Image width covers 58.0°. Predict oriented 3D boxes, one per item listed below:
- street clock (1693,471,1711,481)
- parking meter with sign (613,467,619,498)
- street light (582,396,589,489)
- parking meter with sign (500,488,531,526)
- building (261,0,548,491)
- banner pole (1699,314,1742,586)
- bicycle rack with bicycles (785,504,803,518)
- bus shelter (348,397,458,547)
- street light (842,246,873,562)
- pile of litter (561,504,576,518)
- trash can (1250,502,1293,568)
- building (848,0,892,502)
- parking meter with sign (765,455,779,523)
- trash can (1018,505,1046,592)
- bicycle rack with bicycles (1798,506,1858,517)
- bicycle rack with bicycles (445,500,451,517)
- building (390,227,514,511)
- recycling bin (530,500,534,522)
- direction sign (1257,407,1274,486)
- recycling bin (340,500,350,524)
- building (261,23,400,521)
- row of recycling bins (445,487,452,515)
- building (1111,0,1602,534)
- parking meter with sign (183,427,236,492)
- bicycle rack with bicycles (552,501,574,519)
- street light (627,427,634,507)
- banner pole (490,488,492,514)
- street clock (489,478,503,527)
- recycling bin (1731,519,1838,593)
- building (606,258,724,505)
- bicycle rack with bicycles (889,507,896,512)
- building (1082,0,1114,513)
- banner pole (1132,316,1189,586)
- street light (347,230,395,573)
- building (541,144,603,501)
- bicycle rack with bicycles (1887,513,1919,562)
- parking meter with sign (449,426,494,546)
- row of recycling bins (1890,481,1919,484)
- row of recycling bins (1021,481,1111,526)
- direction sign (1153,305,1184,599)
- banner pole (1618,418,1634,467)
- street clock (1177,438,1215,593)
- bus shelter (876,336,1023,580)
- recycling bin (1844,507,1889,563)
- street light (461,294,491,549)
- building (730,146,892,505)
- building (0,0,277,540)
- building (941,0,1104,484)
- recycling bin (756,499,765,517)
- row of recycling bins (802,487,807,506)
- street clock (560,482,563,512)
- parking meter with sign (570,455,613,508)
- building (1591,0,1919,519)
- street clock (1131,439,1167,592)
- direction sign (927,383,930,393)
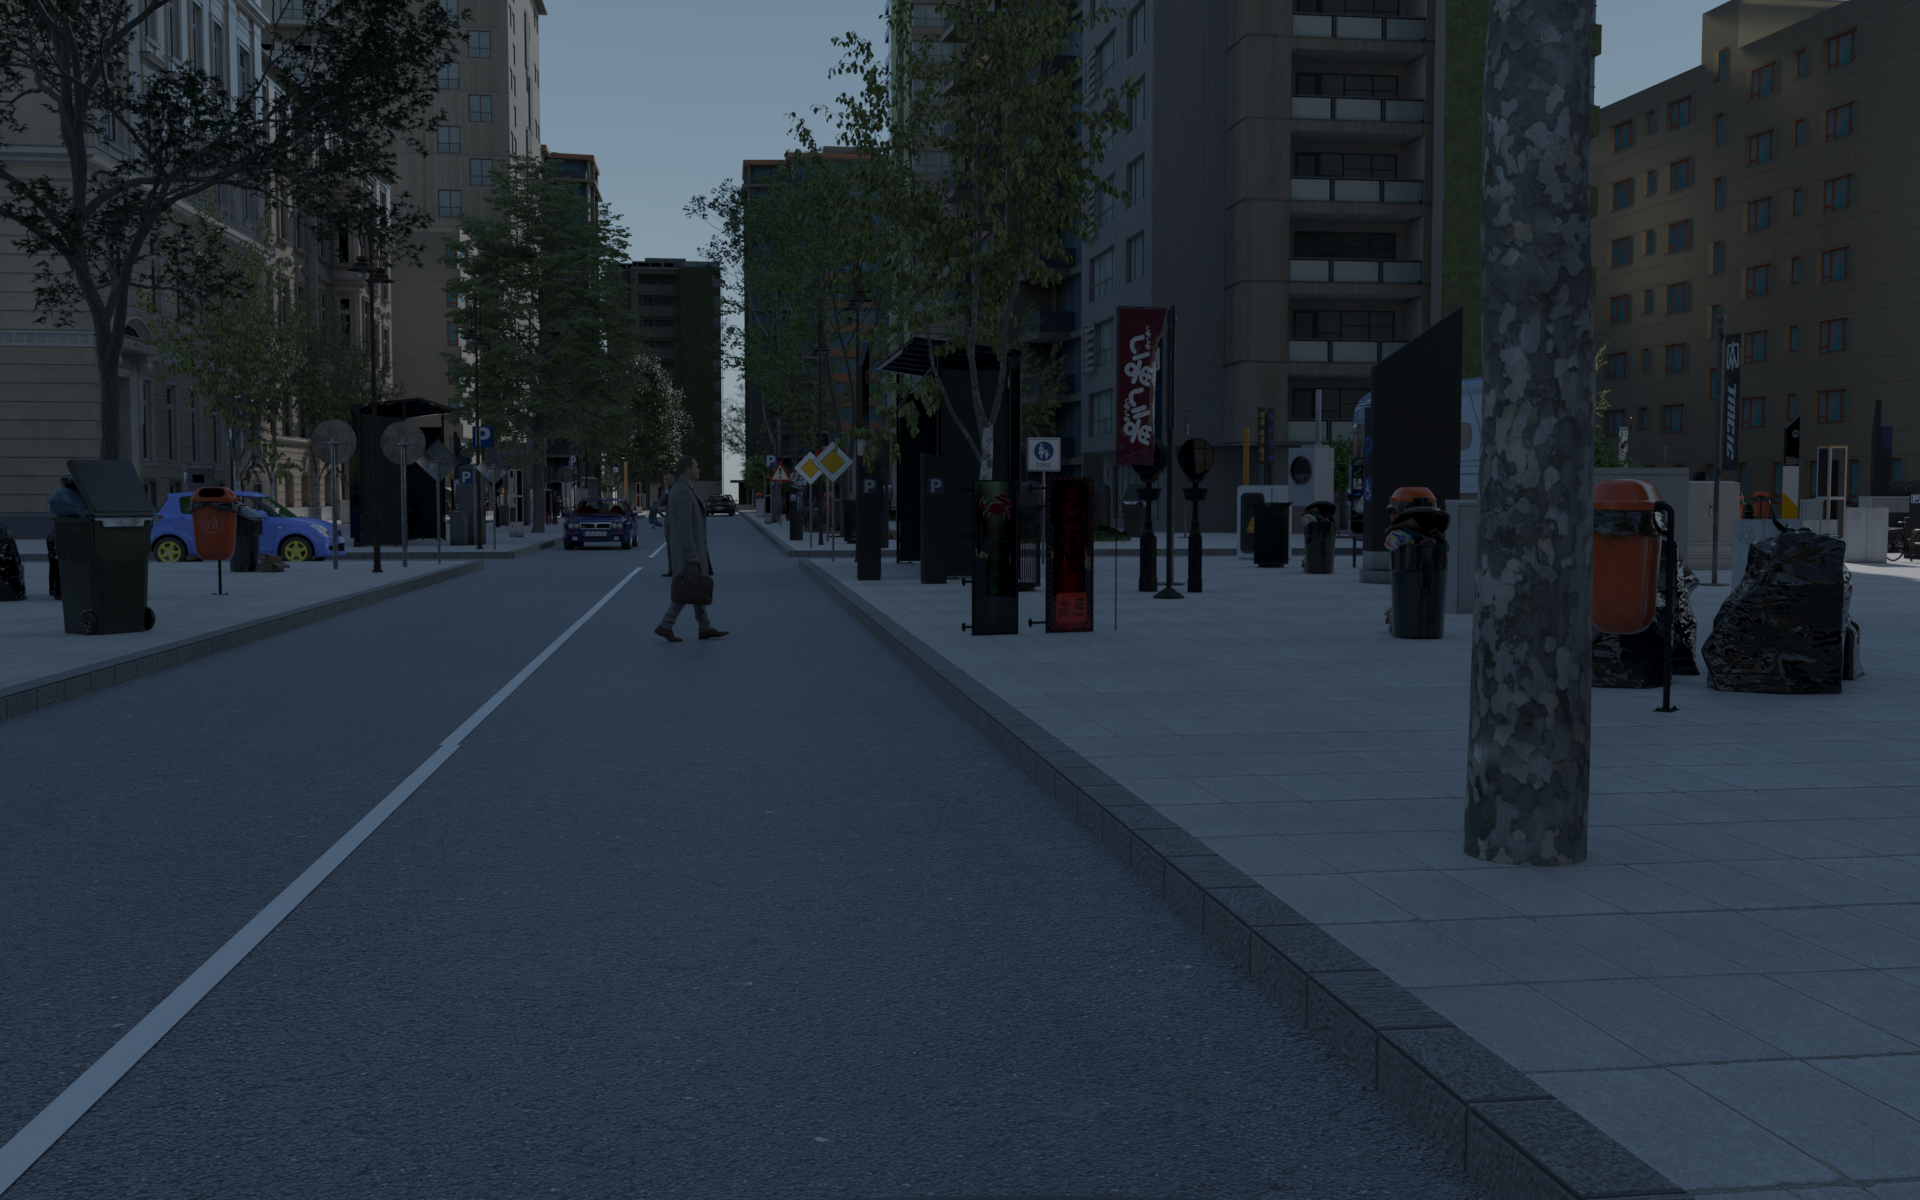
[{"bbox_3d":[23.461,-3.073,54.809,0.471,2.002,0.358,0,4,0],"label":"street clock"},{"bbox_3d":[-22.522,-7.003,110.756,1.738,3.016,0.543,3,5,44],"label":"parking meter with sign"},{"bbox_3d":[-16.196,-6.254,75.042,0.468,5.910,1.993,0,4,-8],"label":"street light"},{"bbox_3d":[-17.867,-4.538,70.456,1.738,3.016,0.543,0,4,0],"label":"parking meter with sign"},{"bbox_3d":[-53.373,-34.951,160.681,27.495,52.752,28.713,0,4,-8],"label":"building"},{"bbox_3d":[10.579,-2.075,23.943,0.401,3.779,0.863,0,4,0],"label":"banner pole"},{"bbox_3d":[-8.327,-4.849,92.655,2.852,0.926,2.925,2,4,30],"label":"bicycle rack with bicycles"},{"bbox_3d":[-14.385,-3.289,45.060,1.731,3.624,6.357,0,4,-8],"label":"bus shelter"},{"bbox_3d":[-1.915,-3.651,32.489,0.468,5.910,1.993,0,4,-8],"label":"street light"},{"bbox_3d":[-20.610,-4.803,92.498,1.176,0.858,1.719,-3,4,-36],"label":"pile of litter"},{"bbox_3d":[5.445,-1.140,30.285,0.748,1.137,0.748,0,3,0],"label":"trash can"},{"bbox_3d":[1.503,-52.117,164.783,22.319,86.520,31.000,0,4,-8],"label":"building"},{"bbox_3d":[-8.352,-4.959,77.333,0.543,3.016,1.738,0,4,-1],"label":"parking meter with sign"},{"bbox_3d":[0.767,-0.691,22.944,0.748,1.137,0.748,0,3,0],"label":"trash can"},{"bbox_3d":[26.846,-2.463,53.657,2.852,0.926,2.925,1,4,10],"label":"bicycle rack with bicycles"},{"bbox_3d":[-28.162,-5.037,95.733,2.925,0.926,2.852,1,4,22],"label":"bicycle rack with bicycles"},{"bbox_3d":[-48.117,-17.129,125.104,27.650,21.520,28.899,0,4,-8],"label":"building"},{"bbox_3d":[-19.511,-4.140,80.236,0.722,1.027,0.722,1,4,22],"label":"recycling bin"},{"bbox_3d":[8.023,-3.272,45.487,0.379,3.537,0.876,3,4,37],"label":"direction sign"},{"bbox_3d":[-26.253,-3.800,74.684,0.722,1.027,0.722,0,4,-6],"label":"recycling bin"},{"bbox_3d":[-36.042,-16.216,84.224,14.460,24.649,34.723,0,4,-8],"label":"building"},{"bbox_3d":[-31.342,-6.040,105.863,1.069,1.692,3.534,-1,4,-12],"label":"row of recycling bins"},{"bbox_3d":[12.435,-23.032,60.167,14.086,41.232,14.154,0,4,-8],"label":"building"},{"bbox_3d":[-19.539,-2.947,44.440,1.738,3.016,0.543,-3,4,-39],"label":"parking meter with sign"},{"bbox_3d":[-20.833,-4.672,89.766,2.852,0.926,2.925,-3,4,-37],"label":"bicycle rack with bicycles"},{"bbox_3d":[-20.957,-8.392,109.989,0.468,5.910,1.993,0,4,-8],"label":"street light"},{"bbox_3d":[-29.899,-7.402,111.041,0.401,3.779,0.863,3,5,45],"label":"banner pole"},{"bbox_3d":[-17.855,-3.799,66.689,0.358,2.002,0.471,3,5,45],"label":"street clock"},{"bbox_3d":[8.201,-0.287,17.241,0.722,1.027,0.722,-2,4,-33],"label":"recycling bin"},{"bbox_3d":[-36.536,-27.113,214.992,14.107,30.474,14.160,0,4,-8],"label":"building"},{"bbox_3d":[-2.419,-4.714,90.461,2.925,0.926,2.852,1,4,19],"label":"bicycle rack with bicycles"},{"bbox_3d":[2.639,-27.219,128.622,14.154,41.232,14.086,0,4,-8],"label":"building"},{"bbox_3d":[2.795,-2.107,24.460,0.863,3.779,0.401,3,4,38],"label":"banner pole"},{"bbox_3d":[-9.541,-3.388,28.186,0.468,5.910,1.993,0,4,-8],"label":"street light"},{"bbox_3d":[-59.152,-34.231,214.307,28.867,44.769,22.147,0,4,-8],"label":"building"},{"bbox_3d":[18.961,-1.136,31.961,2.852,0.926,2.925,0,4,-7],"label":"bicycle rack with bicycles"},{"bbox_3d":[-12.345,-2.901,43.697,0.543,3.016,1.738,0,4,8],"label":"parking meter with sign"},{"bbox_3d":[29.125,-2.769,52.389,1.069,1.692,3.534,0,4,-1],"label":"row of recycling bins"},{"bbox_3d":[3.340,-2.975,55.752,3.534,1.692,1.069,-2,4,-35],"label":"row of recycling bins"},{"bbox_3d":[2.571,-1.788,21.232,0.379,3.537,0.876,0,4,3],"label":"direction sign"},{"bbox_3d":[21.759,-4.072,56.587,0.863,3.779,0.401,-2,4,-31],"label":"banner pole"},{"bbox_3d":[3.067,-1.101,22.564,0.471,2.002,0.358,0,4,5],"label":"street clock"},{"bbox_3d":[-0.263,-2.309,29.042,1.731,3.624,6.357,0,4,-8],"label":"bus shelter"},{"bbox_3d":[16.929,-1.218,32.472,0.722,1.027,0.722,1,4,17],"label":"recycling bin"},{"bbox_3d":[-11.176,-4.119,40.131,0.468,5.910,1.993,0,4,-8],"label":"street light"},{"bbox_3d":[-14.925,-34.641,220.997,28.867,44.769,22.147,0,4,-8],"label":"building"},{"bbox_3d":[-31.807,-16.576,56.918,13.634,28.700,20.117,0,4,-8],"label":"building"},{"bbox_3d":[10.665,-26.864,93.850,22.147,44.769,28.867,0,4,-8],"label":"building"},{"bbox_3d":[-10.786,-5.082,95.649,0.722,1.027,0.722,-3,5,-42],"label":"recycling bin"},{"bbox_3d":[-9.519,-5.919,103.887,1.069,1.692,3.534,0,4,6],"label":"row of recycling bins"},{"bbox_3d":[-24.198,-6.170,105.455,0.358,2.002,0.471,-1,4,-12],"label":"street clock"},{"bbox_3d":[-16.593,-4.980,77.682,0.543,3.016,1.738,3,5,44],"label":"parking meter with sign"},{"bbox_3d":[44.257,-13.806,70.774,28.899,21.520,27.650,0,4,-8],"label":"building"},{"bbox_3d":[2.474,-1.110,22.719,0.471,2.002,0.358,2,4,33],"label":"street clock"},{"bbox_3d":[-0.462,-2.535,33.438,0.379,3.537,0.876,-2,4,-23],"label":"direction sign"}]
